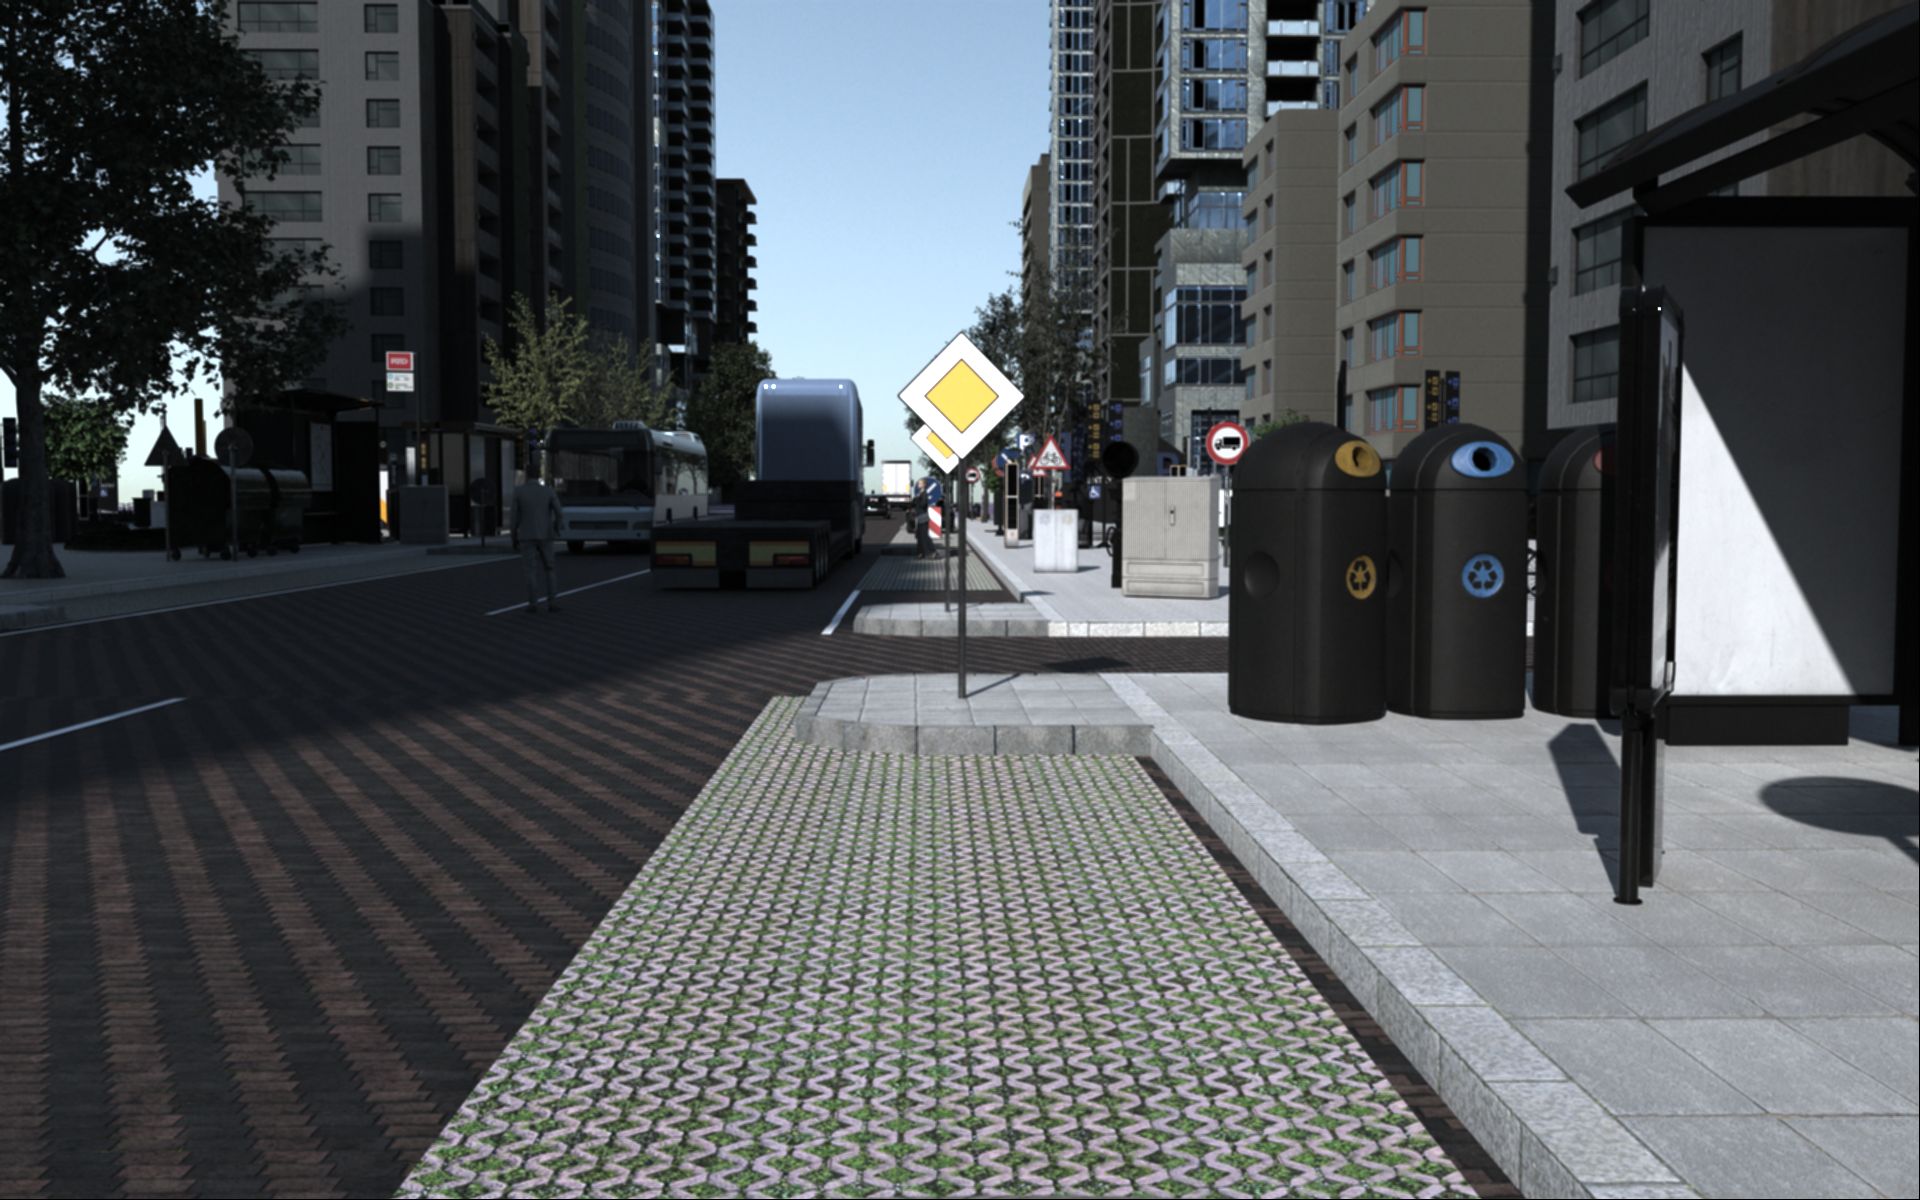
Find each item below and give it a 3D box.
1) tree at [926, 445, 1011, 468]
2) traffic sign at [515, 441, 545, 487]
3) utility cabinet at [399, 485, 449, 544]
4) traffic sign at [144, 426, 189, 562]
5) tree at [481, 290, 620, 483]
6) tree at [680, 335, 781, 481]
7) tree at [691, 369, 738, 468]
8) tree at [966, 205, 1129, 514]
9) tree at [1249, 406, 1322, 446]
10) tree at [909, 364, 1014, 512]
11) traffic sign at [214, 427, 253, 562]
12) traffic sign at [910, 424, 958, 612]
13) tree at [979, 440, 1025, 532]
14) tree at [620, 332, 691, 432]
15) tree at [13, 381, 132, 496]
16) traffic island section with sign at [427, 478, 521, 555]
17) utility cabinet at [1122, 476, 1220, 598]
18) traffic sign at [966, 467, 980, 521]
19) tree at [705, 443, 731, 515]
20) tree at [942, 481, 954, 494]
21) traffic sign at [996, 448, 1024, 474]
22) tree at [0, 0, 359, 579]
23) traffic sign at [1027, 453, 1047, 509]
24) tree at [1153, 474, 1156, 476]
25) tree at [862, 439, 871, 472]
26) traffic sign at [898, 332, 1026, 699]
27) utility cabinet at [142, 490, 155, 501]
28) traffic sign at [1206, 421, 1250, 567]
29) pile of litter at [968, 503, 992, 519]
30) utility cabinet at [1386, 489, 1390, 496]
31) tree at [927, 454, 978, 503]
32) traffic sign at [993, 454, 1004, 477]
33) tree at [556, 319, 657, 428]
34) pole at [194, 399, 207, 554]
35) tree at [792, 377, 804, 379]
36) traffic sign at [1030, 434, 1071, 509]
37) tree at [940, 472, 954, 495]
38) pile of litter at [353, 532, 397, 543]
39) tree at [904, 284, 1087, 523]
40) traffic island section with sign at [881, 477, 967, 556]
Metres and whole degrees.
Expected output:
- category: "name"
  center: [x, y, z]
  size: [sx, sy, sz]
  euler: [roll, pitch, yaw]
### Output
- category: "tree"
  center: [0.185, -16.649, 182.573]
  size: [12.009, 13.543, 11.850]
  euler: [0, 3, 0]
- category: "traffic sign"
  center: [-16.010, -4.435, 66.384]
  size: [2.265, 3.308, 0.079]
  euler: [0, 4, 3]
- category: "utility cabinet"
  center: [-13.611, -2.160, 43.991]
  size: [1.173, 1.500, 0.318]
  euler: [0, 4, 1]
- category: "traffic sign"
  center: [-15.062, -2.011, 32.882]
  size: [0.884, 2.594, 0.081]
  euler: [0, 4, 5]
- category: "tree"
  center: [-14.852, -6.813, 61.752]
  size: [4.737, 8.622, 4.395]
  euler: [0, 3, 0]
- category: "tree"
  center: [-15.802, -12.738, 125.267]
  size: [9.611, 12.733, 9.660]
  euler: [0, 3, 0]
- category: "tree"
  center: [-15.519, -9.292, 102.287]
  size: [4.737, 8.622, 4.395]
  euler: [0, 3, 0]
- category: "tree"
  center: [2.373, -5.780, 44.873]
  size: [4.360, 8.622, 3.978]
  euler: [0, 3, 0]
- category: "tree"
  center: [12.286, -4.954, 64.715]
  size: [4.285, 4.588, 4.351]
  euler: [0, 3, 0]
- category: "tree"
  center: [0.227, -12.134, 124.146]
  size: [9.928, 11.665, 9.643]
  euler: [0, 3, 0]
- category: "traffic sign"
  center: [-13.797, -2.005, 32.894]
  size: [0.768, 2.556, 0.104]
  euler: [0, 4, 7]
- category: "traffic sign"
  center: [-0.139, -0.927, 18.796]
  size: [0.795, 2.450, 0.064]
  euler: [0, 4, -1]
- category: "tree"
  center: [1.342, -3.918, 58.667]
  size: [1.663, 3.219, 1.824]
  euler: [0, 3, 0]
- category: "tree"
  center: [-15.130, -7.914, 79.753]
  size: [4.737, 8.622, 4.395]
  euler: [0, 3, 0]
- category: "tree"
  center: [-25.393, -4.027, 49.549]
  size: [4.285, 4.588, 4.351]
  euler: [0, 3, 0]
- category: "traffic island section with sign"
  center: [-11.539, -2.015, 41.574]
  size: [1.989, 1.847, 2.006]
  euler: [0, 4, -1]
- category: "utility cabinet"
  center: [2.586, -0.775, 21.353]
  size: [1.173, 1.500, 0.318]
  euler: [2, 4, 32]
- category: "traffic sign"
  center: [0.575, -5.067, 82.958]
  size: [0.768, 2.556, 0.104]
  euler: [0, 4, 1]
- category: "tree"
  center: [-15.898, -7.680, 109.289]
  size: [4.285, 4.588, 4.351]
  euler: [0, 3, 0]
- category: "tree"
  center: [-1.885, -14.127, 225.574]
  size: [1.663, 3.219, 1.824]
  euler: [0, 3, 0]
- category: "traffic sign"
  center: [1.365, -2.902, 47.561]
  size: [0.768, 2.556, 0.104]
  euler: [0, 4, 7]
- category: "tree"
  center: [-14.275, -6.689, 26.368]
  size: [9.611, 12.733, 9.660]
  euler: [0, 3, 0]
- category: "traffic sign"
  center: [2.299, -3.286, 53.724]
  size: [0.884, 2.594, 0.081]
  euler: [0, 4, 0]
- category: "tree"
  center: [10.883, -5.903, 91.118]
  size: [1.663, 3.219, 1.824]
  euler: [0, 3, 0]
- category: "tree"
  center: [-17.717, -20.911, 252.257]
  size: [12.009, 13.543, 11.850]
  euler: [0, 3, 0]
- category: "traffic sign"
  center: [0.010, -0.438, 10.812]
  size: [0.795, 2.450, 0.064]
  euler: [0, 4, -1]
- category: "utility cabinet"
  center: [-39.605, -4.639, 84.524]
  size: [0.318, 1.500, 1.173]
  euler: [-1, 4, -13]
- category: "traffic sign"
  center: [4.661, -1.845, 30.264]
  size: [0.768, 2.556, 0.104]
  euler: [0, 4, -1]
- category: "pile of litter"
  center: [1.092, -4.611, 89.357]
  size: [1.176, 0.858, 1.719]
  euler: [3, 5, 45]
- category: "utility cabinet"
  center: [12.706, -2.617, 51.473]
  size: [0.318, 1.500, 1.173]
  euler: [0, 4, -3]
- category: "tree"
  center: [-0.705, -19.518, 237.239]
  size: [7.486, 12.596, 7.792]
  euler: [0, 3, 0]
- category: "traffic sign"
  center: [1.350, -3.134, 51.348]
  size: [0.768, 2.556, 0.104]
  euler: [0, 4, 6]
- category: "tree"
  center: [-15.134, -7.498, 72.951]
  size: [4.360, 8.622, 3.978]
  euler: [0, 3, 0]
- category: "pole"
  center: [-16.261, -2.645, 37.086]
  size: [0.158, 3.312, 0.155]
  euler: [0, 3, 0]
- category: "tree"
  center: [-16.406, -17.123, 186.609]
  size: [9.857, 13.997, 8.962]
  euler: [0, 3, 0]
- category: "traffic sign"
  center: [1.967, -2.296, 37.550]
  size: [0.884, 2.594, 0.081]
  euler: [0, 4, 7]
- category: "tree"
  center: [0.950, -8.368, 87.185]
  size: [4.360, 8.622, 3.978]
  euler: [0, 3, 0]
- category: "pile of litter"
  center: [-15.495, -1.944, 45.750]
  size: [1.176, 0.858, 1.719]
  euler: [-1, 4, -9]
- category: "tree"
  center: [1.355, -8.740, 77.318]
  size: [7.601, 10.594, 8.767]
  euler: [3, 4, 38]
- category: "traffic island section with sign"
  center: [-0.859, -1.969, 40.825]
  size: [1.989, 1.847, 2.006]
  euler: [0, 4, -1]
